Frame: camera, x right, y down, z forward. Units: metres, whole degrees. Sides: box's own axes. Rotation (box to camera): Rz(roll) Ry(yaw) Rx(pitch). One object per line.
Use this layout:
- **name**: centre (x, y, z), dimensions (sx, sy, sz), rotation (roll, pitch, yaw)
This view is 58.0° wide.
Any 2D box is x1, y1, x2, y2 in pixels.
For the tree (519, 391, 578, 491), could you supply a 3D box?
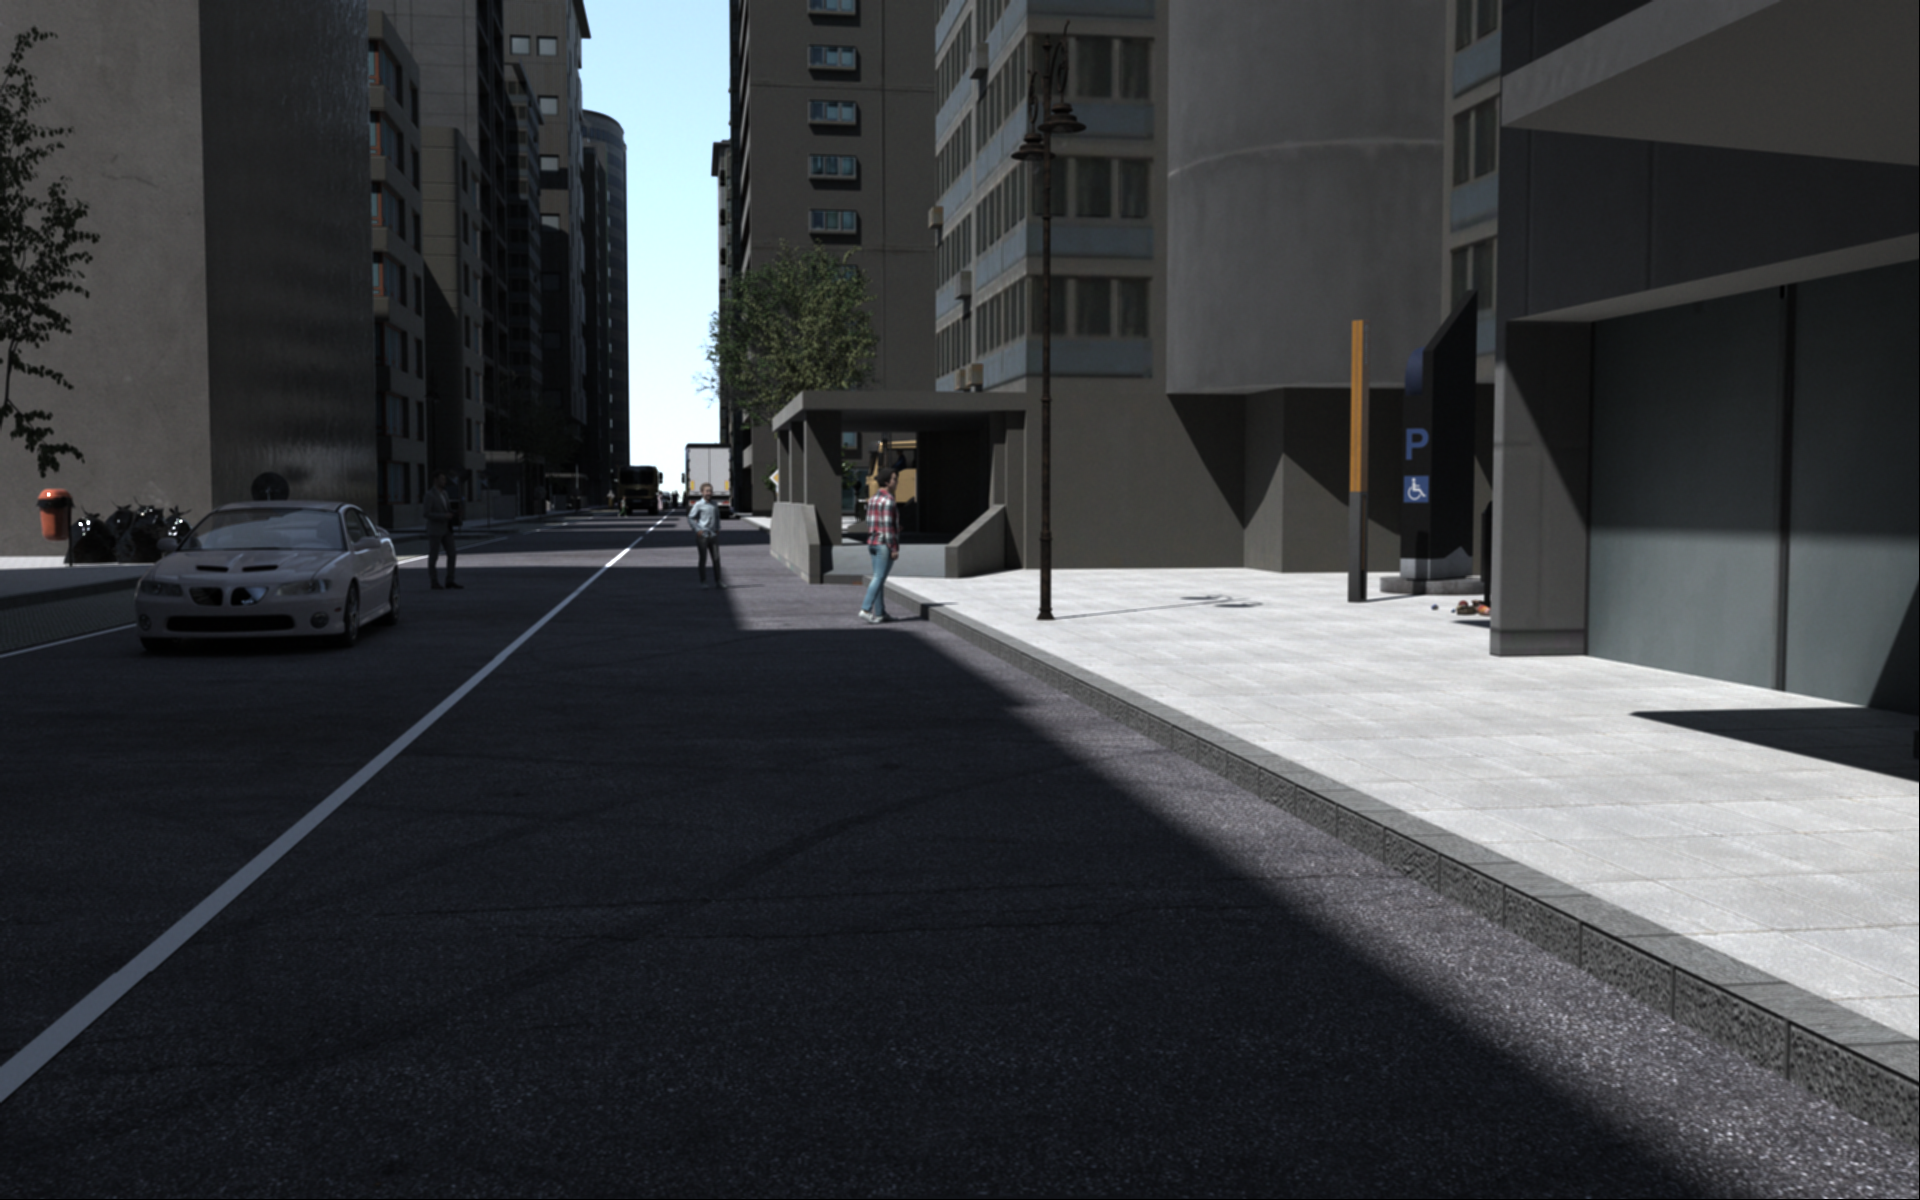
- **tree**: centre (-29.381, -10.516, 122.294), dimensions (4.737, 8.622, 4.395), rotation (0, 3, 0)

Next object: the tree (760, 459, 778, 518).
- **tree**: centre (-9.990, -6.119, 94.653), dimensions (1.663, 3.219, 1.824), rotation (0, 3, 0)

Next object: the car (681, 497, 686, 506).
- **car**: centre (-32.020, -11.959, 205.309), dimensions (2.009, 1.686, 4.222), rotation (-1, 4, -8)

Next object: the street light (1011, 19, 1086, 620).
- **street light**: centre (0.875, -2.736, 17.527), dimensions (0.468, 5.910, 1.993), rotation (-1, 4, -9)

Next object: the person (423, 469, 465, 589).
- **person**: centre (-7.774, -1.065, 26.119), dimensions (0.583, 1.804, 0.606), rotation (1, 4, 14)

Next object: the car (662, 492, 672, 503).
- **car**: centre (-49.577, -17.267, 290.993), dimensions (2.281, 1.827, 5.304), rotation (-1, 4, -10)

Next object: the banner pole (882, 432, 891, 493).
- **banner pole**: centre (-2.300, -3.963, 54.815), dimensions (0.401, 3.779, 0.863), rotation (1, 4, 22)

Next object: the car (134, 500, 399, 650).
- **car**: centre (-6.850, -0.315, 17.506), dimensions (2.083, 1.381, 4.827), rotation (-1, 4, -10)

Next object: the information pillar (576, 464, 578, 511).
- **information pillar**: centre (-29.544, -8.694, 133.503), dimensions (0.183, 3.616, 0.504), rotation (-1, 4, -10)

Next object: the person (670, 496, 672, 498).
- **person**: centre (-46.389, -16.415, 280.137), dimensions (1.065, 1.426, 0.557), rotation (-1, 4, -12)

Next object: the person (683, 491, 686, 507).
- **person**: centre (-30.401, -11.181, 191.830), dimensions (0.721, 1.766, 1.217), rotation (0, 4, 2)

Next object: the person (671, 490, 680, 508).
- **person**: centre (-29.621, -10.532, 180.682), dimensions (1.348, 1.826, 0.705), rotation (3, 5, 41)

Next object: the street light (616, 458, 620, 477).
- **street light**: centre (-43.764, -15.212, 221.506), dimensions (0.468, 5.910, 1.993), rotation (-1, 4, -9)

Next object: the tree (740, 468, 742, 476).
- **tree**: centre (-14.041, -8.515, 122.927), dimensions (4.285, 4.588, 4.351), rotation (0, 3, 0)

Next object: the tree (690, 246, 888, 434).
- **tree**: centre (-8.475, -10.744, 86.040), dimensions (12.009, 13.543, 11.850), rotation (0, 3, 0)

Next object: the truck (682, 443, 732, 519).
- **truck**: centre (-14.774, -6.866, 101.174), dimensions (2.839, 4.237, 11.283), rotation (-1, 4, -10)

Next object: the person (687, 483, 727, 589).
- **person**: centre (-3.824, -0.971, 26.189), dimensions (0.589, 1.601, 0.330), rotation (-2, 4, -31)

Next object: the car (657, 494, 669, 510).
- **car**: centre (-27.321, -8.985, 156.695), dimensions (2.009, 1.686, 4.222), rotation (-1, 4, -9)

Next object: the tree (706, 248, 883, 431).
- **tree**: centre (-6.897, -8.969, 72.394), dimensions (9.928, 11.665, 9.643), rotation (0, 3, 0)

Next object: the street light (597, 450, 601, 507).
- **street light**: centre (-37.096, -12.569, 178.291), dimensions (0.468, 5.910, 1.993), rotation (-1, 4, -9)

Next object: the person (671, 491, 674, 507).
- **person**: centre (-32.168, -11.371, 194.950), dimensions (0.750, 1.759, 0.617), rotation (2, 4, 32)

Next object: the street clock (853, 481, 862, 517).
- **street clock**: centre (-5.634, -5.522, 94.858), dimensions (0.471, 2.002, 0.358), rotation (-3, 5, -43)

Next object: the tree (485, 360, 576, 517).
- **tree**: centre (-24.364, -8.926, 96.307), dimensions (4.360, 8.622, 3.978), rotation (0, 3, 0)

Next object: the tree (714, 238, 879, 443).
- **tree**: centre (-4.088, -6.035, 49.040), dimensions (4.737, 8.622, 4.395), rotation (0, 3, 0)

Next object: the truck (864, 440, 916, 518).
- **truck**: centre (0.638, -4.074, 62.527), dimensions (9.791, 3.379, 3.469), rotation (0, 4, -7)

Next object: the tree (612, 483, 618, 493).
- **tree**: centre (-43.071, -13.366, 213.136), dimensions (1.663, 3.219, 1.824), rotation (0, 3, 0)

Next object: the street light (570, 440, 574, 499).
- **street light**: centre (-31.048, -10.155, 138.819), dimensions (0.468, 5.910, 1.993), rotation (-1, 4, -9)

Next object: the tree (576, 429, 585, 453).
- **tree**: centre (-30.096, -10.867, 128.040), dimensions (4.360, 8.622, 3.978), rotation (0, 3, 0)

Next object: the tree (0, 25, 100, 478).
- **tree**: centre (-14.447, -4.573, 25.130), dimensions (4.737, 8.622, 4.395), rotation (0, 3, 0)

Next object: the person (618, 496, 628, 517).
- **person**: centre (-20.715, -5.734, 106.491), dimensions (0.590, 1.304, 0.306), rotation (0, 4, 1)

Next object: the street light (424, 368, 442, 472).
- **street light**: centre (-19.307, -5.554, 63.595), dimensions (0.468, 5.910, 1.993), rotation (-1, 4, -9)

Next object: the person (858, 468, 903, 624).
- **person**: centre (-0.893, -0.610, 19.307), dimensions (0.643, 1.720, 0.563), rotation (-2, 4, -24)

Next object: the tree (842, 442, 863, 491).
- **tree**: centre (-4.036, -3.646, 54.217), dimensions (1.663, 3.219, 1.824), rotation (0, 3, 0)

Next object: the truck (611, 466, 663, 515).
- **truck**: centre (-22.332, -7.610, 120.352), dimensions (3.469, 3.379, 9.791), rotation (-1, 4, -9)

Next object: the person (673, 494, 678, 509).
- **person**: centre (-28.126, -9.745, 171.052), dimensions (0.599, 1.433, 0.991), rotation (-3, 4, -36)

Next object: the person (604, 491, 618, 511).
- **person**: centre (-30.096, -8.572, 149.383), dimensions (1.217, 1.736, 0.721), rotation (0, 4, -6)

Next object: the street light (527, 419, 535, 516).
- **street light**: centre (-25.540, -7.985, 103.347), dimensions (0.468, 5.910, 1.993), rotation (-1, 4, -9)

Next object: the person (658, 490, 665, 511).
- **person**: centre (-25.800, -8.565, 149.209), dimensions (0.621, 1.740, 0.551), rotation (1, 4, 22)

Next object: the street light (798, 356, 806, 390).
- **street light**: centre (-5.040, -5.130, 56.663), dimensions (0.468, 5.910, 1.993), rotation (-1, 4, -9)
